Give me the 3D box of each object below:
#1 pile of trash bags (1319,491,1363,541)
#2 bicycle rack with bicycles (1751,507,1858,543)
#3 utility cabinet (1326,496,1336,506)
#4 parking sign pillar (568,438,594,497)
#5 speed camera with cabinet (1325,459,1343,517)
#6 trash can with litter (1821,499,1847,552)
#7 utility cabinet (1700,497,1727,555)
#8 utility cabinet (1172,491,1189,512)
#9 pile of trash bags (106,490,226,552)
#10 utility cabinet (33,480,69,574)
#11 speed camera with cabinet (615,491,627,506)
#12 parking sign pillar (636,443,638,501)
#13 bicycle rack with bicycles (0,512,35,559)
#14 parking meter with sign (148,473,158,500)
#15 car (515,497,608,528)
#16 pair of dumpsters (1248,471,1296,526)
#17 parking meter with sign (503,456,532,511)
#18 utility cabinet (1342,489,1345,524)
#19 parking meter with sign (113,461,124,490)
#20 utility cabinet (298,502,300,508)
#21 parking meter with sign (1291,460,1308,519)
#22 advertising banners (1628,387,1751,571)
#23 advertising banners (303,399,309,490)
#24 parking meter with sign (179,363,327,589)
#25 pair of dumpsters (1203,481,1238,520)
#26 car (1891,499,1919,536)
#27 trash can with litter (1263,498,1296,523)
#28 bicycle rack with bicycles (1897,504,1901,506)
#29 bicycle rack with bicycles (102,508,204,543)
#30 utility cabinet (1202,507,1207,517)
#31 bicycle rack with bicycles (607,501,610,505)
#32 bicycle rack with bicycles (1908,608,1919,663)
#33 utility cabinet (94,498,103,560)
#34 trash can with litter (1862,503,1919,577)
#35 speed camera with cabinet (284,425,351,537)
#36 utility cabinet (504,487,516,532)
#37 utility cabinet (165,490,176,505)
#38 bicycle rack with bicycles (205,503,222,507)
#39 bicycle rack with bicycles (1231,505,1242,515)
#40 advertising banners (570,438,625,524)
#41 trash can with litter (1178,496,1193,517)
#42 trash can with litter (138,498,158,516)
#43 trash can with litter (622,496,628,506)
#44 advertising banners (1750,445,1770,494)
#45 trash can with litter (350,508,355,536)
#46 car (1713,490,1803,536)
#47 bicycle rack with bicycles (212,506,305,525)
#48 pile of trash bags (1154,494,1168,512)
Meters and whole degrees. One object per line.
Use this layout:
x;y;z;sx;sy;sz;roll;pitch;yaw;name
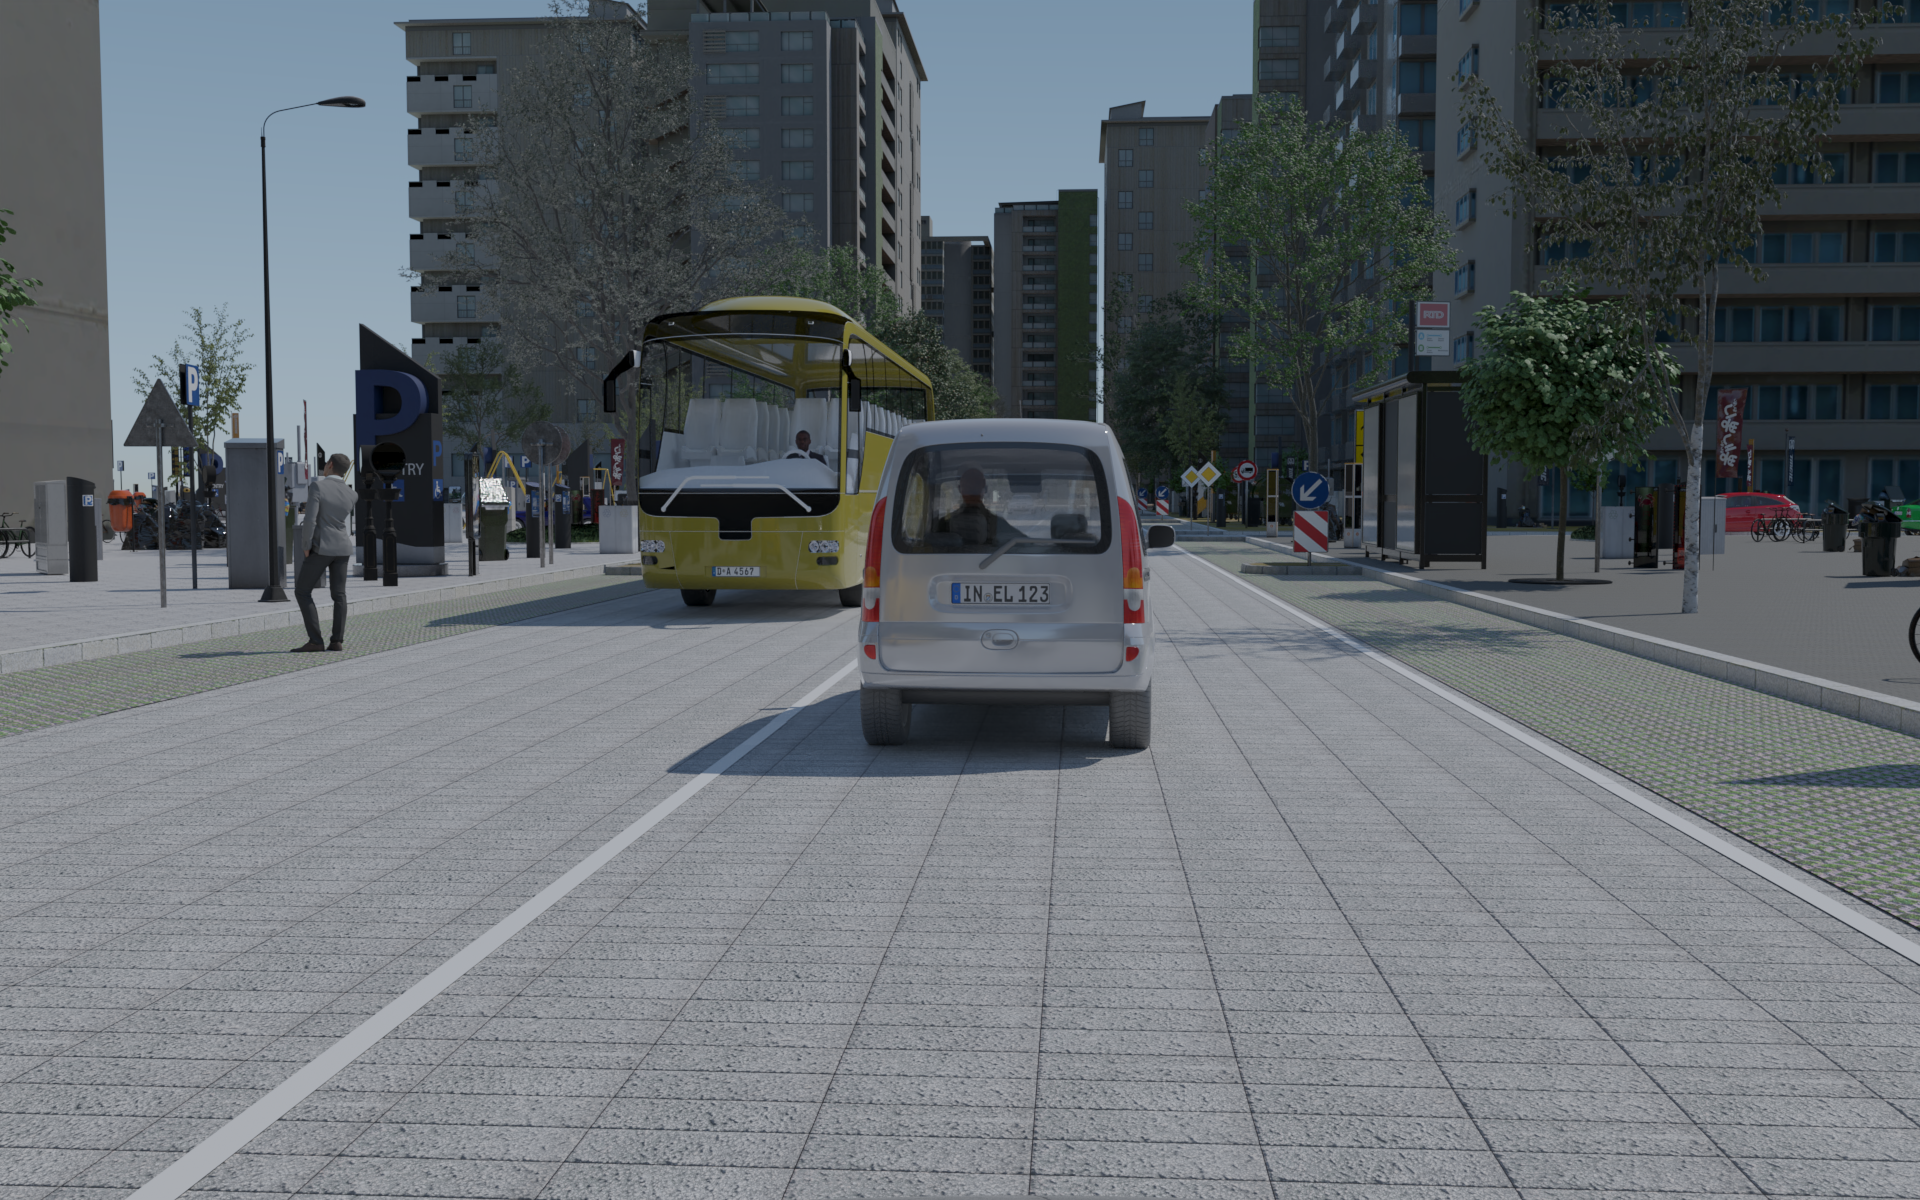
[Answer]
11.012;-2.404;49.055;1.912;1.369;3.447;1;4;23;pile of trash bags
22.406;-2.005;46.162;2.925;0.926;2.852;-1;4;-12;bicycle rack with bicycles
14.478;-3.543;69.095;1.020;1.237;0.306;-1;4;-23;utility cabinet
-18.488;-5.871;84.458;1.447;3.967;1.447;2;4;31;parking sign pillar
21.197;-6.344;98.066;2.038;3.252;0.660;-3;4;-37;speed camera with cabinet
19.675;-1.653;38.414;1.055;1.170;0.624;2;4;29;trash can with litter
15.848;-1.572;36.858;1.020;1.237;0.306;-2;4;-29;utility cabinet
15.162;-6.763;119.259;1.173;1.500;0.318;-1;4;-23;utility cabinet
-18.366;-1.834;39.741;1.912;1.369;3.447;0;4;7;pile of trash bags
-14.577;-1.166;27.739;0.318;1.500;1.173;-3;4;-36;utility cabinet
-16.234;-5.645;86.636;2.038;3.252;0.660;-1;4;-10;speed camera with cabinet
-11.270;-4.553;62.914;1.447;3.967;1.447;-3;4;-36;parking sign pillar
-19.517;-1.269;34.137;2.852;0.926;2.925;2;4;25;bicycle rack with bicycles
-65.307;-8.832;140.671;0.543;3.016;1.738;0;4;-5;parking meter with sign
-13.623;-2.812;58.549;3.894;1.354;1.945;0;4;3;car
12.850;-4.217;71.443;1.574;2.255;4.437;0;4;4;pair of dumpsters
-20.181;-5.101;79.663;0.543;3.016;1.738;2;4;26;parking meter with sign
16.376;-3.935;73.017;0.318;1.500;1.173;2;4;24;utility cabinet
-44.099;-5.697;89.400;0.543;3.016;1.738;3;4;37;parking meter with sign
-48.946;-7.131;127.760;0.306;1.237;1.020;-3;4;-37;utility cabinet
17.627;-5.720;89.779;0.543;3.016;1.738;-1;4;-13;parking meter with sign
12.306;-2.027;29.329;0.090;3.025;2.074;-3;4;-36;advertising banners
-12.388;-2.253;33.029;0.090;3.025;2.074;-1;4;-15;advertising banners
-9.555;-1.666;23.499;1.738;3.016;0.543;0;4;-7;parking meter with sign
13.246;-5.202;87.545;1.574;2.255;4.437;0;4;4;pair of dumpsters
32.489;-2.868;55.688;4.718;1.807;1.959;0;4;5;car
14.376;-4.058;77.408;2.233;1.210;1.678;1;4;19;trash can with litter
57.875;-5.544;104.019;2.925;0.926;2.852;-2;4;-31;bicycle rack with bicycles
-21.752;-1.925;44.863;2.852;0.926;2.925;0;4;4;bicycle rack with bicycles
13.806;-5.269;94.820;1.173;1.500;0.318;-1;4;-9;utility cabinet
-26.663;-7.395;134.284;2.925;0.926;2.852;3;4;36;bicycle rack with bicycles
8.440;0.083;12.033;2.925;0.926;2.852;3;4;38;bicycle rack with bicycles
-16.973;-1.394;33.956;0.306;1.237;1.020;-2;4;-27;utility cabinet
14.556;-0.957;27.030;1.055;1.170;0.624;0;4;-2;trash can with litter
-18.836;-3.440;50.587;0.660;3.252;2.038;2;4;30;speed camera with cabinet
-14.672;-2.819;54.772;1.173;1.500;0.318;1;4;9;utility cabinet
-44.384;-5.421;97.311;0.318;1.500;1.173;-3;4;-37;utility cabinet
-30.842;-3.721;74.228;2.925;0.926;2.852;1;4;12;bicycle rack with bicycles
16.951;-5.833;108.748;2.925;0.926;2.852;0;4;-7;bicycle rack with bicycles
-11.463;-3.576;54.649;2.074;3.025;0.090;1;4;18;advertising banners
12.808;-5.269;97.535;1.055;1.170;0.624;2;4;28;trash can with litter
-25.618;-2.663;54.932;0.624;1.170;1.055;-1;4;-10;trash can with litter
-15.522;-4.200;79.733;2.233;1.210;1.678;2;4;30;trash can with litter
28.419;-4.008;61.713;2.074;3.025;0.090;-3;5;-43;advertising banners
-18.592;-2.536;52.849;0.624;1.170;1.055;3;5;44;trash can with litter
25.105;-2.914;56.680;4.494;1.783;2.155;0;4;6;car
-16.518;-1.830;43.300;2.852;0.926;2.925;1;4;10;bicycle rack with bicycles
15.557;-7.102;125.869;3.447;1.369;1.912;3;5;43;pile of trash bags
